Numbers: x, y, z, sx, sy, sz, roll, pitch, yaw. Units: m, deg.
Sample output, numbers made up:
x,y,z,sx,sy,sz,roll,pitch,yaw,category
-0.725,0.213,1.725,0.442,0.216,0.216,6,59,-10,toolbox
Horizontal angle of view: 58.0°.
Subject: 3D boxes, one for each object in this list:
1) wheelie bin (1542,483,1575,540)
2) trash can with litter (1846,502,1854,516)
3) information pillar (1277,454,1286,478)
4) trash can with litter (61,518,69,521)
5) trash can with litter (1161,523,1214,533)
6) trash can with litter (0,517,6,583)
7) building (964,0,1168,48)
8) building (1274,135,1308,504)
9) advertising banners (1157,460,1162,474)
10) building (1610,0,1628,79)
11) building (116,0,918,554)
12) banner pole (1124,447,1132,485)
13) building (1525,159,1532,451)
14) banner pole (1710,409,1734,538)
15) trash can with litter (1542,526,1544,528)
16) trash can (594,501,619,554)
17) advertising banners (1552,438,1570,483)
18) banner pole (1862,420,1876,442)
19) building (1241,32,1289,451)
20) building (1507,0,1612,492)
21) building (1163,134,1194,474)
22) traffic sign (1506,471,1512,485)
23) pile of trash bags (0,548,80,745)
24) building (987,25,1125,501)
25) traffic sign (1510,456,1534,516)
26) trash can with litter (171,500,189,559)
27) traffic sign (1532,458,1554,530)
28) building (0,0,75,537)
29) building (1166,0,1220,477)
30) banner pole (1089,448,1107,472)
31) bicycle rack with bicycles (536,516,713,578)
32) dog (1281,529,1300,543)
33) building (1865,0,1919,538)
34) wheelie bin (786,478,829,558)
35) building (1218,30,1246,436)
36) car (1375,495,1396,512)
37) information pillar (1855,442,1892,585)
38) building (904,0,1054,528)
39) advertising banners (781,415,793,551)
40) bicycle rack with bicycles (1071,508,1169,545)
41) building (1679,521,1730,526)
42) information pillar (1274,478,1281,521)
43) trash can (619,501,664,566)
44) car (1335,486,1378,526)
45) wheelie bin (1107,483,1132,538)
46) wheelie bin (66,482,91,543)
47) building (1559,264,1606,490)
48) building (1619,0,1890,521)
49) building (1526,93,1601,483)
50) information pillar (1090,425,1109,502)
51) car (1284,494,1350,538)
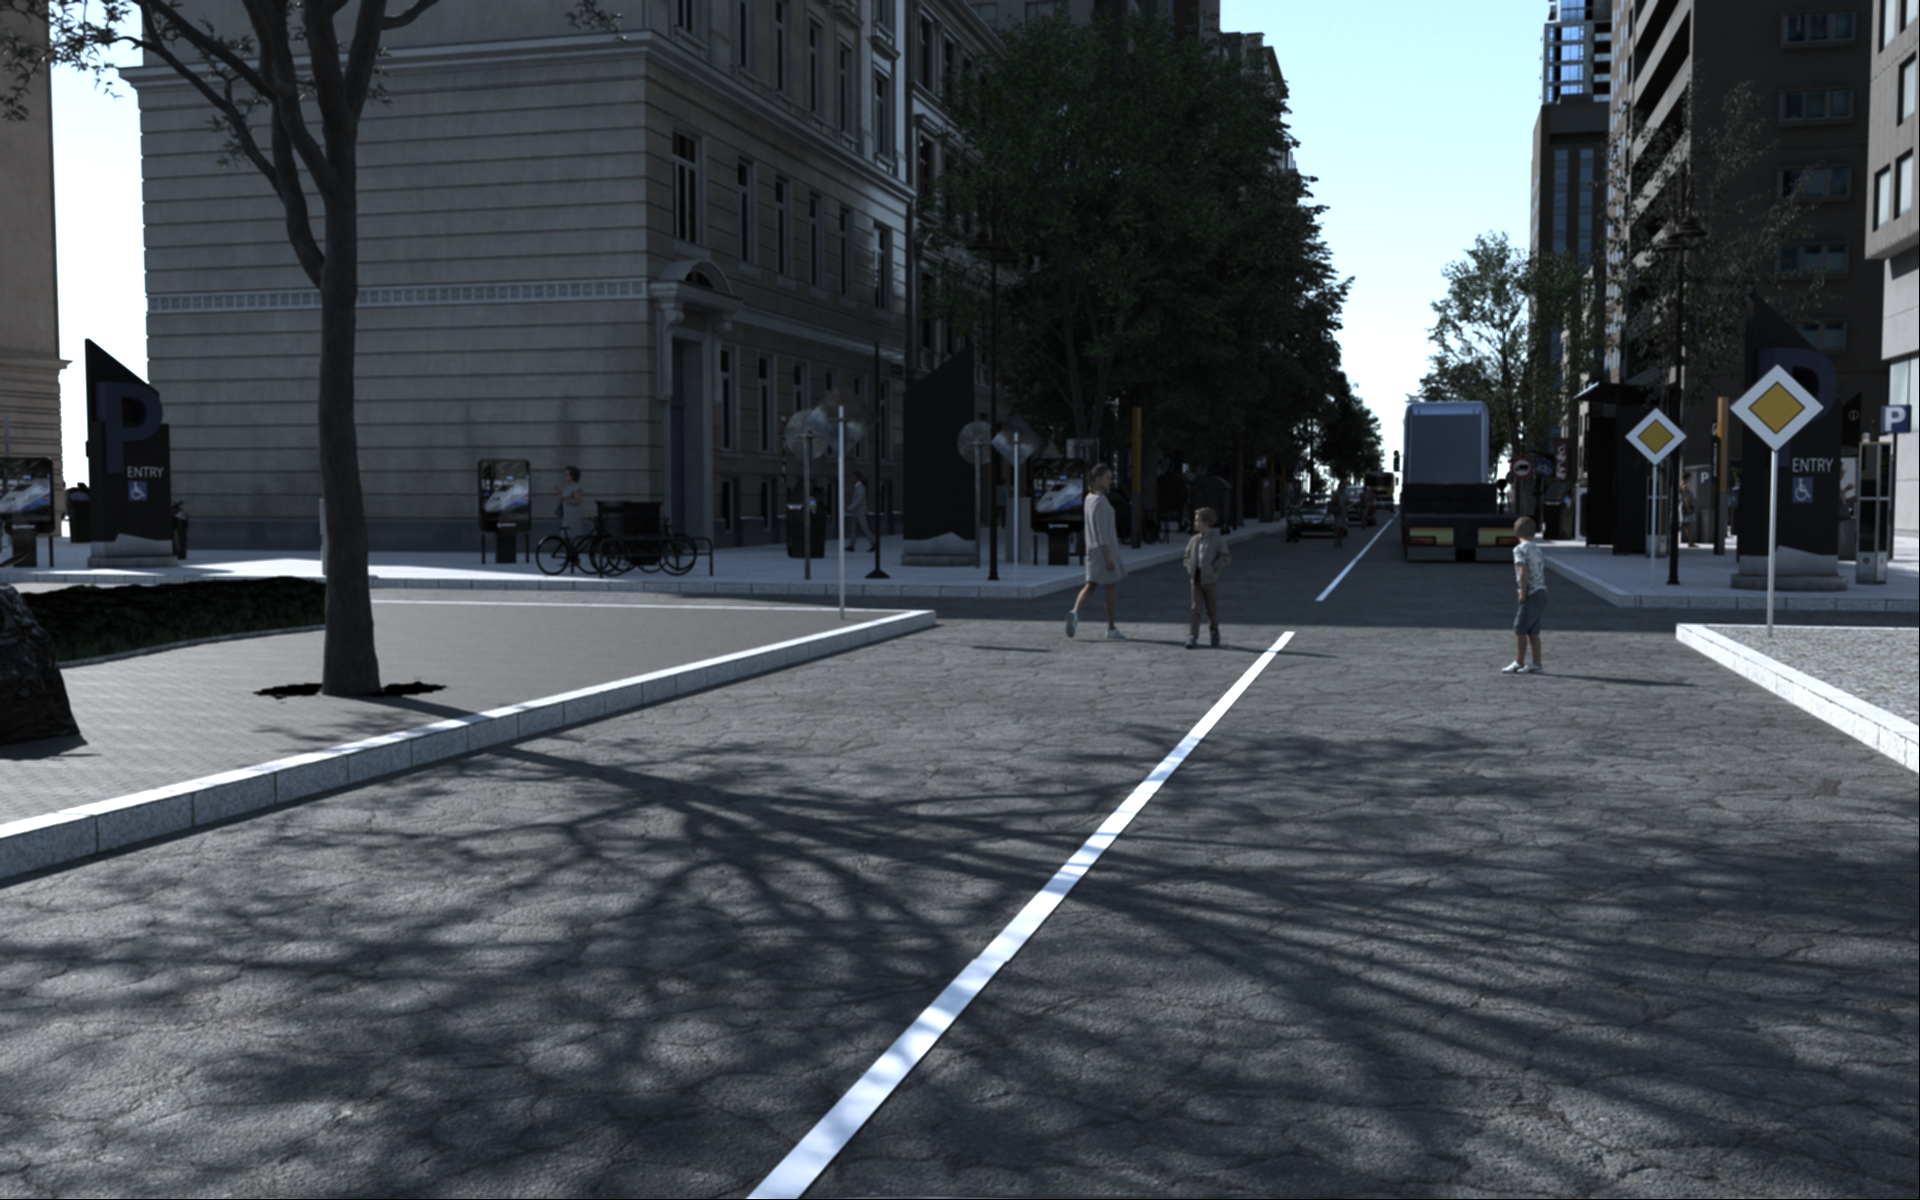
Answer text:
x,y,z,sx,sy,sz,roll,pitch,yaw,category
16.714,-2.476,48.388,0.693,1.594,0.980,-3,4,-36,wheelie bin
19.381,-1.564,36.963,0.624,1.170,1.055,-1,4,-14,trash can with litter
18.135,-6.510,97.792,0.504,3.616,0.183,1,4,15,information pillar
-41.937,-4.332,81.884,2.233,1.210,1.678,1,4,19,trash can with litter
7.505,-2.835,57.402,2.233,1.210,1.678,0,4,-8,trash can with litter
-10.943,-0.494,19.457,0.624,1.170,1.055,-3,5,-41,trash can with litter
5.099,-26.028,109.156,14.154,41.232,14.086,1,4,15,building
34.534,-37.542,233.427,23.786,49.044,30.456,1,4,15,building
10.171,-5.799,91.000,2.074,3.025,0.090,0,4,-6,advertising banners
53.345,-28.805,121.076,14.600,45.320,14.200,1,4,15,building
-10.125,-15.970,47.020,13.634,28.700,20.117,1,4,15,building
5.695,-4.038,56.038,0.863,3.779,0.401,1,4,15,banner pole
75.453,-32.079,208.079,14.154,41.232,14.086,1,4,15,building
22.270,-3.709,50.659,0.401,3.779,0.863,-2,4,-26,banner pole
21.506,-3.111,62.250,1.055,1.170,0.624,1,4,16,trash can with litter
-7.175,-1.476,35.788,0.748,1.137,0.748,0,3,0,trash can
19.441,-3.526,53.836,2.074,3.025,0.090,0,4,5,advertising banners
30.961,-4.223,59.068,0.401,3.779,0.863,0,4,-7,banner pole
23.568,-37.740,206.285,28.713,52.752,27.495,1,4,15,building
85.374,-55.998,228.243,22.319,86.520,31.000,1,4,15,building
8.793,-21.490,123.064,14.160,30.474,14.107,1,4,15,building
29.789,-5.703,93.343,0.768,2.556,0.104,1,4,23,traffic sign
-6.045,0.107,7.999,1.912,1.369,3.447,1,4,20,pile of trash bags
1.768,-15.799,87.192,11.050,23.489,19.941,1,4,15,building
19.004,-3.580,58.645,0.768,2.556,0.104,1,4,16,traffic sign
-15.642,-1.373,33.839,1.055,1.170,0.624,-1,4,-14,trash can with litter
20.801,-3.779,61.897,0.768,2.556,0.104,2,4,23,traffic sign
-37.958,-13.055,49.612,21.152,22.565,11.583,1,4,15,building
12.631,-29.745,136.447,14.600,45.320,14.200,1,4,15,building
6.292,-5.550,80.751,0.863,3.779,0.401,1,4,10,banner pole
-5.285,-0.870,27.612,2.925,0.926,2.852,-2,4,-25,bicycle rack with bicycles
9.777,-1.897,51.201,0.550,0.427,0.748,1,4,10,dog
37.532,-27.392,37.097,27.495,52.752,28.713,1,4,15,building
-3.064,-1.644,34.781,0.693,1.594,0.980,-3,5,-39,wheelie bin
16.959,-28.559,150.538,14.154,41.232,14.086,1,4,15,building
33.785,-7.694,138.378,1.945,1.354,3.894,1,4,13,car
13.000,-1.233,24.651,0.304,2.012,0.304,-2,4,-34,information pillar
-3.930,-14.111,66.878,11.583,22.565,21.152,1,4,15,building
-3.862,-2.644,39.415,0.090,3.025,2.074,0,4,6,advertising banners
4.349,-1.928,44.904,2.925,0.926,2.852,-3,5,-42,bicycle rack with bicycles
42.249,-27.685,76.348,21.300,48.544,21.600,1,4,15,building
14.942,-4.708,81.463,0.304,2.012,0.304,1,4,14,information pillar
-5.721,-1.199,31.264,0.748,1.137,0.748,0,3,0,trash can
17.892,-4.297,78.923,2.281,1.827,5.304,1,4,15,car
4.701,-2.612,50.620,0.693,1.594,0.980,1,4,21,wheelie bin
-23.187,-2.314,45.740,0.693,1.594,0.980,-3,5,-41,wheelie bin
64.605,-18.107,141.091,27.650,21.520,28.899,1,4,15,building
51.959,-29.296,102.697,21.300,48.544,21.600,1,4,15,building
71.342,-33.247,193.692,14.600,45.320,14.200,1,4,15,building
4.320,-3.853,54.344,0.504,3.616,0.183,-1,4,-19,information pillar
12.015,-2.832,58.103,2.131,1.459,4.920,1,4,15,car
